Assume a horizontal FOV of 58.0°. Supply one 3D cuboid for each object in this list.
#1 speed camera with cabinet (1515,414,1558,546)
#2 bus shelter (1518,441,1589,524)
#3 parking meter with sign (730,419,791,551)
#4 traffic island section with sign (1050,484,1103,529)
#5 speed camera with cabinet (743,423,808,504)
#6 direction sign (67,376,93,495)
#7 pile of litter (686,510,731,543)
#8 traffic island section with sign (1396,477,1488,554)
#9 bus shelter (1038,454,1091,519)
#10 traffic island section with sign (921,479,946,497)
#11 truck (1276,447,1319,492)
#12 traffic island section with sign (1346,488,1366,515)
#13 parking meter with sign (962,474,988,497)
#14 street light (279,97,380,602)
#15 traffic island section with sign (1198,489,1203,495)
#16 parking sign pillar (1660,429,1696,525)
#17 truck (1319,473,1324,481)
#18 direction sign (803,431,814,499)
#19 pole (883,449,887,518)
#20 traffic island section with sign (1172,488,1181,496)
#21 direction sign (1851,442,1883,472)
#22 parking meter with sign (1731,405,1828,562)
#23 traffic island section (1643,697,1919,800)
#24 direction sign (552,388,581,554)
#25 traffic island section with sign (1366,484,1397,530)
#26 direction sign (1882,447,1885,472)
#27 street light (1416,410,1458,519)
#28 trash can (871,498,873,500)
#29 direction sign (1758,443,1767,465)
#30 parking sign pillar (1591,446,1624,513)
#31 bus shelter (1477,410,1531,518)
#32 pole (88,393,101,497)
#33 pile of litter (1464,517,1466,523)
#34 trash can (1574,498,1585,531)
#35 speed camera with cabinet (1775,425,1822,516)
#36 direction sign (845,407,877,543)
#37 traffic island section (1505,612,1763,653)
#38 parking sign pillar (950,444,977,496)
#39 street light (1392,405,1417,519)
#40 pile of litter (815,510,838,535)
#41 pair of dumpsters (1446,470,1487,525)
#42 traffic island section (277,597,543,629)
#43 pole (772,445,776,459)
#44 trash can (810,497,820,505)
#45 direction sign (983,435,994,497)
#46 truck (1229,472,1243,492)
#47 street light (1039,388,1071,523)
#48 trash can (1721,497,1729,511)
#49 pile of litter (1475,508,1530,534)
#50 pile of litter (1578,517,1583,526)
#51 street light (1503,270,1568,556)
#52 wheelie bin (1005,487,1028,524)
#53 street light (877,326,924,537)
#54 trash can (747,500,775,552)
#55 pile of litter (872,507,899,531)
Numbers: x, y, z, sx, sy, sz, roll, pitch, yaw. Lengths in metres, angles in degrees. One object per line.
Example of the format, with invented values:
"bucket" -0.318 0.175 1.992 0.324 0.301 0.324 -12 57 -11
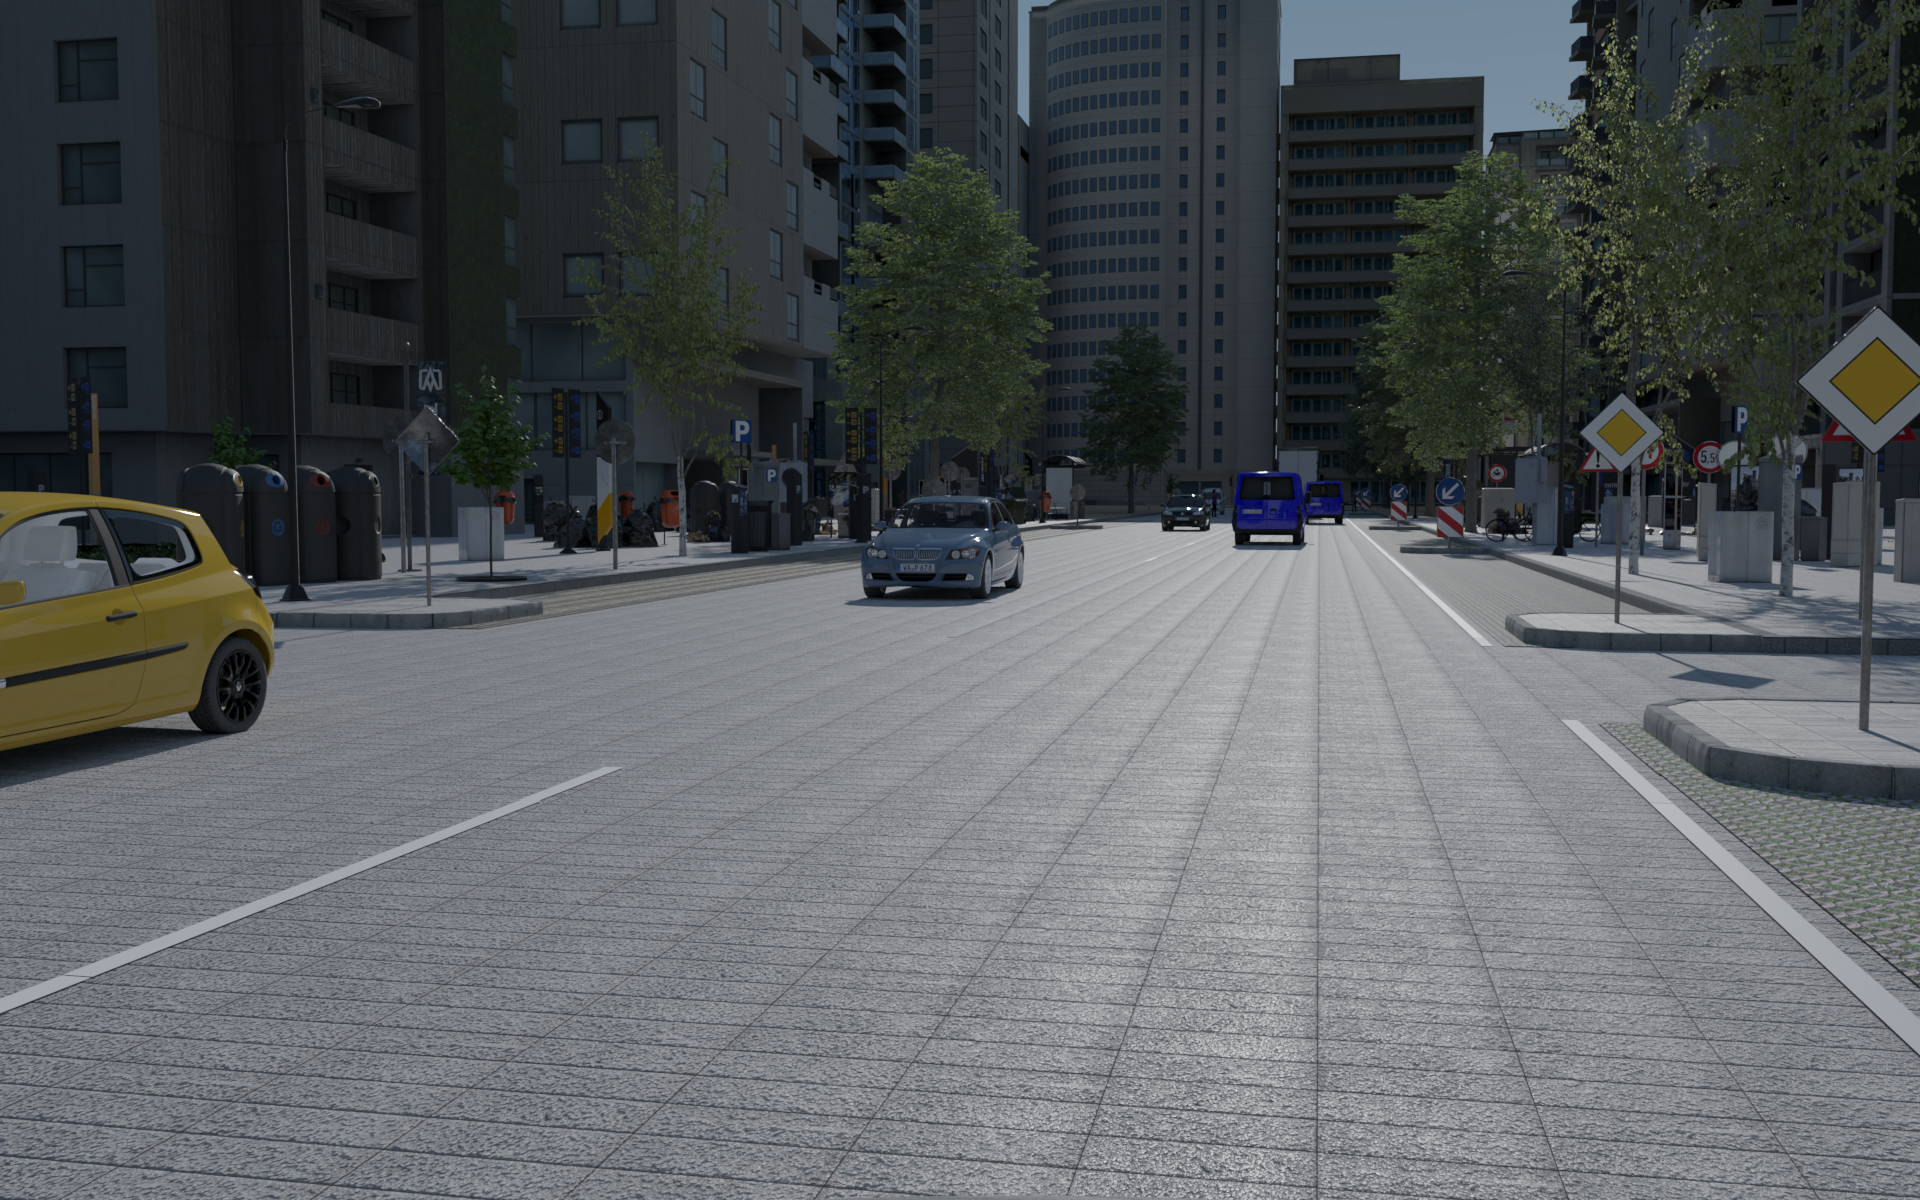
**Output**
"speed camera with cabinet" 14.566 -2.994 43.285 0.660 3.252 2.038 3 5 42
"bus shelter" 23.586 -4.596 69.065 2.014 3.302 5.546 1 4 12
"parking meter with sign" -4.557 -2.673 39.957 0.543 3.016 1.738 -3 5 -43
"traffic island section with sign" 4.807 -3.803 70.805 1.989 1.847 2.006 1 4 12
"speed camera with cabinet" -5.302 -3.294 48.189 2.038 3.252 0.660 1 4 8
"direction sign" -17.068 -2.547 33.643 0.876 3.537 0.379 3 4 37
"pile of litter" -6.833 -1.978 46.298 1.176 0.858 1.719 3 5 45
"traffic island section with sign" 11.713 -2.040 41.986 1.989 1.847 2.006 1 4 12
"bus shelter" 5.536 -5.944 91.107 2.014 3.302 5.546 1 4 12
"traffic island section with sign" -0.729 -2.173 44.149 1.989 1.847 2.006 1 4 12
"truck" 21.177 -7.350 109.087 2.839 4.237 11.283 1 4 10
"traffic island section with sign" 27.262 -6.621 116.881 1.989 1.847 2.006 1 4 12
"parking meter with sign" 0.462 -5.061 79.007 1.738 3.016 0.543 0 4 7
"street light" -7.464 -2.935 20.527 1.470 5.913 1.316 1 4 12
"traffic island section with sign" 20.588 -8.449 146.776 1.989 1.847 2.006 1 4 12
"parking sign pillar" 29.649 -5.077 71.478 1.447 3.967 1.447 3 5 41
"truck" 24.740 -7.994 126.618 3.469 3.379 9.791 1 4 13
"direction sign" -5.462 -4.318 62.602 0.379 3.537 0.876 -2 4 -29
"pole" -3.372 -5.136 77.809 0.158 3.312 0.155 0 3 0
"traffic island section with sign" 15.040 -6.818 120.097 1.989 1.847 2.006 1 4 12
"direction sign" 22.630 -3.151 43.513 0.379 3.537 0.876 0 4 -2
"parking meter with sign" 15.892 -2.282 33.565 0.543 3.016 1.738 -3 4 -39
"traffic island section" 4.936 0.786 9.426 2.009 0.180 2.903 1 4 12
"direction sign" -8.456 -2.769 37.268 0.379 3.537 0.876 2 4 28
"traffic island section with sign" 17.309 -3.687 68.913 1.989 1.847 2.006 1 4 12
"direction sign" 32.377 -4.257 61.606 0.876 3.537 0.379 2 4 34
"street light" 17.532 -5.539 63.097 1.470 5.913 1.316 1 4 12
"trash can" -3.295 -2.852 58.288 0.748 1.137 0.748 0 3 0
"direction sign" 35.523 -5.168 76.488 0.876 3.537 0.379 -2 4 -26
"parking sign pillar" 29.274 -5.494 78.303 1.447 3.967 1.447 0 4 4
"bus shelter" 25.081 -6.293 80.523 2.179 5.291 8.768 1 4 12
"pole" -17.585 -2.529 35.186 0.158 3.312 0.155 0 3 0
"pile of litter" 21.711 -3.797 76.053 1.719 0.858 1.176 -2 4 -31
"trash can" 20.168 -2.777 57.056 0.748 1.137 0.748 0 3 0
"speed camera with cabinet" 23.206 -3.286 48.062 0.660 3.252 2.038 0 4 -5
"direction sign" -2.590 -3.270 45.461 0.876 3.537 0.379 -2 4 -24
"traffic island section" 6.560 0.308 17.245 2.009 0.180 2.903 1 4 12
"parking sign pillar" 0.186 -6.042 87.260 1.447 3.967 1.447 -1 4 -18
"street light" 23.191 -7.193 90.152 1.470 5.913 1.316 1 4 12
"pile of litter" -4.352 -2.498 54.808 1.176 0.858 1.719 1 4 22
"pair of dumpsters" 21.158 -4.293 72.681 1.574 2.255 4.437 1 4 12
"traffic island section" -6.111 0.147 19.872 2.009 0.180 2.903 1 4 12
"pole" -7.709 -4.775 71.911 0.158 3.312 0.155 0 3 0
"trash can" -6.699 -4.087 78.482 0.748 1.137 0.748 0 3 0
"direction sign" 1.098 -4.568 66.690 0.379 3.537 0.876 -2 4 -25
"truck" 25.871 -9.652 153.729 3.469 3.379 9.791 1 4 12
"street light" 4.151 -6.320 75.869 1.470 5.913 1.316 1 4 12
"trash can" 36.537 -4.318 82.258 0.748 1.137 0.748 0 3 0
"pile of litter" 17.525 -2.561 55.832 1.176 0.858 1.719 -3 5 -43
"pile of litter" 22.667 -3.125 65.059 1.719 0.858 1.176 -1 4 -21
"street light" 11.964 -3.883 36.024 1.470 5.913 1.316 1 4 12
"wheelie bin" 2.395 -4.039 73.948 0.980 1.594 0.693 -2 4 -29
"street light" -1.673 -4.621 48.098 1.470 5.913 1.316 1 4 12
"trash can" -4.510 -1.654 38.691 0.748 1.137 0.748 0 3 0
"pile of litter" -2.529 -2.817 60.016 1.176 0.858 1.719 -3 5 -44
